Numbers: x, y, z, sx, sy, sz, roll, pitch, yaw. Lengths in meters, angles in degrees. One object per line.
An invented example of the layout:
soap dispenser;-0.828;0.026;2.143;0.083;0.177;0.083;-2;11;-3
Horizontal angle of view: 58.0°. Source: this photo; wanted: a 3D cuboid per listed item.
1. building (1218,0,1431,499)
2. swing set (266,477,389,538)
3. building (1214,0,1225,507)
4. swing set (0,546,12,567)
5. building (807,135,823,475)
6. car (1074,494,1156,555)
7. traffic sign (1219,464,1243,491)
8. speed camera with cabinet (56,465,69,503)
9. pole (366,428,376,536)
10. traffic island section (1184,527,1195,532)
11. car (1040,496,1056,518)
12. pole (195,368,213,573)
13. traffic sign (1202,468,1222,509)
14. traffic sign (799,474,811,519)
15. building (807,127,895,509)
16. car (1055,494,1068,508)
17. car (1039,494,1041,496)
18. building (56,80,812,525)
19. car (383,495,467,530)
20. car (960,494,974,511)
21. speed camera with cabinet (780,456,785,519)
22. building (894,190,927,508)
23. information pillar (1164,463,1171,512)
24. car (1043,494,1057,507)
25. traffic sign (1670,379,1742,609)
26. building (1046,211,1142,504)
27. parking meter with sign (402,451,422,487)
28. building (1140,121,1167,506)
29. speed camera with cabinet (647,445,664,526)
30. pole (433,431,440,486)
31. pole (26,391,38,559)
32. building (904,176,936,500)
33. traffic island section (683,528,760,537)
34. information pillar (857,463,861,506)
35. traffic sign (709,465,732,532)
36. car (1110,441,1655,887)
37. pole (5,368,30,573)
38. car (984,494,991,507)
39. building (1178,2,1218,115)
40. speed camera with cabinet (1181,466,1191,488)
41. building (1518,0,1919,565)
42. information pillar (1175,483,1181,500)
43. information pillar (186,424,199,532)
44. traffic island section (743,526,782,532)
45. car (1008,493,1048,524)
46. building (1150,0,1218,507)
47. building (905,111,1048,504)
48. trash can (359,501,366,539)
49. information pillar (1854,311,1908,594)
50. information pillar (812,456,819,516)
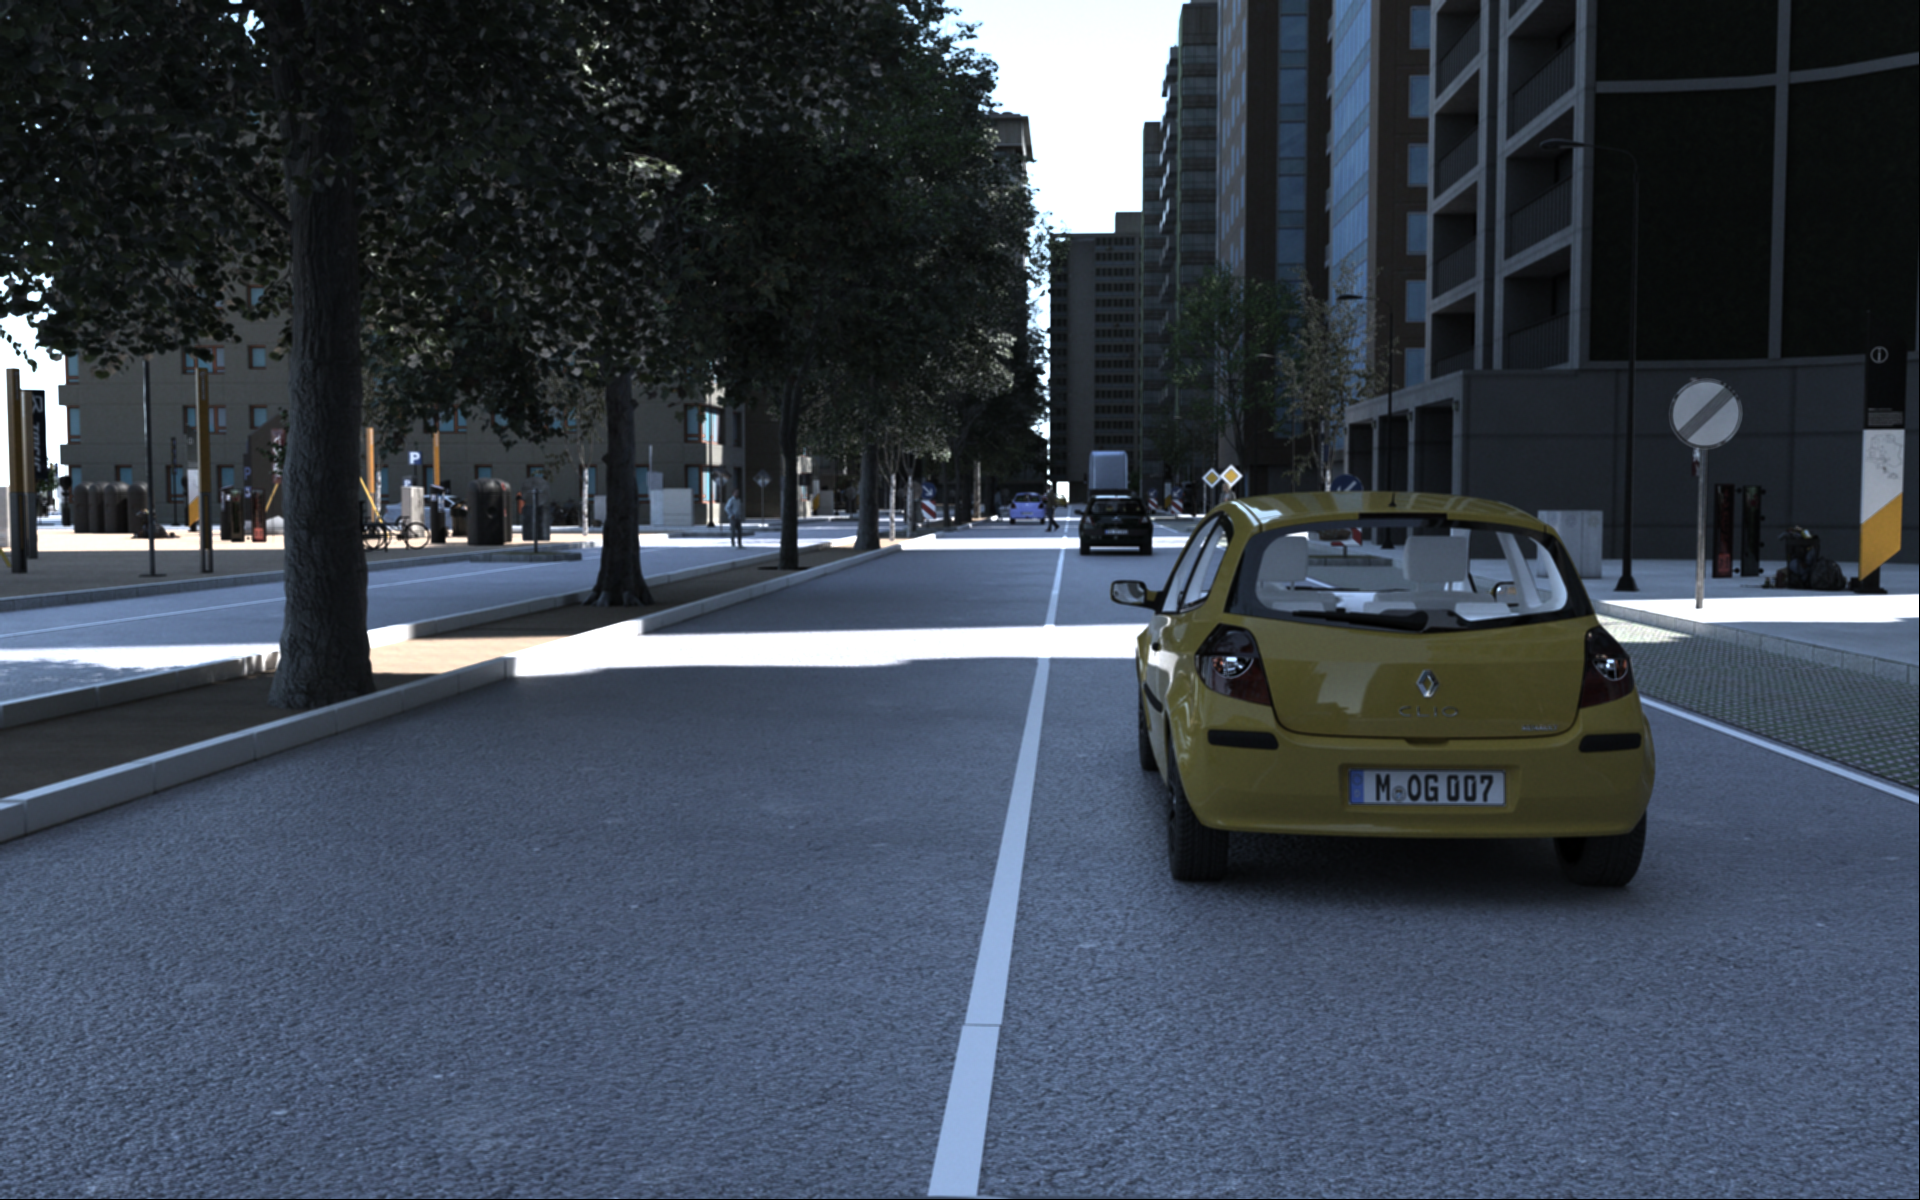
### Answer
building;20.995;-26.838;88.909;14.600;45.320;14.200;0;4;4
swing set;-18.329;-3.194;49.845;2.862;2.851;3.119;0;4;2
building;29.137;-35.647;124.823;21.231;58.520;28.212;0;4;4
swing set;-17.458;-1.889;28.510;2.862;2.851;3.119;-1;4;-23
building;-21.772;-28.604;122.293;22.147;44.769;28.867;0;4;4
car;3.772;-1.972;42.036;2.009;1.686;4.222;0;4;4
traffic sign;9.059;-3.320;57.921;0.795;2.450;0.064;0;4;4
speed camera with cabinet;-45.939;-5.865;90.230;0.660;3.252;2.038;3;4;38
pole;-18.148;-3.639;53.340;0.158;3.312;0.155;0;3;0
traffic island section;9.600;-2.672;65.965;2.009;0.180;2.903;0;4;4
car;4.677;-5.463;101.892;1.945;1.354;3.894;0;4;5
pole;-12.277;-2.097;28.131;0.158;3.312;0.155;0;3;0
traffic sign;9.576;-3.807;65.890;0.795;2.450;0.064;0;4;4
traffic sign;-7.976;-5.310;88.941;0.606;2.300;0.079;0;4;6
building;-13.354;-28.513;149.777;14.154;41.232;14.086;0;4;4
car;10.442;-10.574;183.111;2.015;1.641;3.980;0;4;5
car;5.606;-7.473;132.413;2.015;1.641;3.980;0;4;2
building;-23.323;-14.751;86.212;27.650;21.520;28.899;0;4;4
car;-18.994;-3.186;64.091;4.499;1.417;2.014;0;4;3
car;0.674;-8.441;147.793;2.009;1.686;4.222;0;4;2
speed camera with cabinet;-8.867;-5.751;88.364;0.660;3.252;2.038;0;4;-5
building;-10.791;-23.997;164.051;14.160;30.474;14.107;0;4;4
information pillar;15.239;-8.299;127.036;0.504;3.616;0.183;0;4;3
car;9.723;-11.027;189.329;2.155;1.783;4.494;0;4;4
traffic sign;8.266;-1.173;19.287;0.768;2.556;0.104;0;4;6
building;24.094;-33.569;240.740;23.993;40.220;32.217;0;4;4
parking meter with sign;-22.194;-4.499;69.816;0.543;3.016;1.738;0;4;0
building;27.128;-31.137;192.685;14.154;41.232;14.086;0;4;4
speed camera with cabinet;-12.212;-4.622;69.908;0.660;3.252;2.038;-1;4;-16
pole;-16.786;-3.774;55.552;0.158;3.312;0.155;0;3;0
pole;-18.409;-2.472;34.254;0.158;3.312;0.155;0;3;0
building;-14.870;-31.201;202.012;23.993;40.220;32.217;0;4;4
traffic island section;-8.172;-2.253;59.117;2.009;0.180;2.903;0;4;4
information pillar;-6.823;-7.814;119.114;0.504;3.616;0.183;-1;4;-10
traffic sign;-8.148;-3.389;59.054;0.795;2.450;0.064;0;4;4
car;1.702;0.149;7.792;2.015;1.641;3.980;0;4;3
pole;-15.299;-2.093;28.072;0.158;3.312;0.155;0;3;0
car;3.610;-11.120;191.593;2.009;1.686;4.222;0;4;3
building;25.483;-28.412;148.135;14.154;41.232;14.086;0;4;4
speed camera with cabinet;16.063;-7.934;124.060;0.660;3.252;2.038;0;4;-3
building;20.345;-36.555;35.924;20.563;71.187;20.611;0;4;4
information pillar;14.688;-6.858;116.621;0.304;2.012;0.304;-2;4;-32
information pillar;-25.705;-4.085;58.152;0.504;3.616;0.183;1;4;10
traffic island section;-7.655;-2.740;67.086;2.009;0.180;2.903;0;4;4
car;3.252;-4.504;83.224;1.945;1.707;3.694;0;4;3
building;31.148;-33.658;169.911;23.786;49.044;30.456;0;4;4
building;-1.793;-39.740;238.991;27.495;52.752;28.713;0;4;4
trash can;-13.077;-1.551;37.009;0.748;1.137;0.748;0;3;0
information pillar;11.828;-1.888;22.221;0.504;3.616;0.183;1;4;9
information pillar;-8.507;-6.780;102.205;0.504;3.616;0.183;3;5;42
